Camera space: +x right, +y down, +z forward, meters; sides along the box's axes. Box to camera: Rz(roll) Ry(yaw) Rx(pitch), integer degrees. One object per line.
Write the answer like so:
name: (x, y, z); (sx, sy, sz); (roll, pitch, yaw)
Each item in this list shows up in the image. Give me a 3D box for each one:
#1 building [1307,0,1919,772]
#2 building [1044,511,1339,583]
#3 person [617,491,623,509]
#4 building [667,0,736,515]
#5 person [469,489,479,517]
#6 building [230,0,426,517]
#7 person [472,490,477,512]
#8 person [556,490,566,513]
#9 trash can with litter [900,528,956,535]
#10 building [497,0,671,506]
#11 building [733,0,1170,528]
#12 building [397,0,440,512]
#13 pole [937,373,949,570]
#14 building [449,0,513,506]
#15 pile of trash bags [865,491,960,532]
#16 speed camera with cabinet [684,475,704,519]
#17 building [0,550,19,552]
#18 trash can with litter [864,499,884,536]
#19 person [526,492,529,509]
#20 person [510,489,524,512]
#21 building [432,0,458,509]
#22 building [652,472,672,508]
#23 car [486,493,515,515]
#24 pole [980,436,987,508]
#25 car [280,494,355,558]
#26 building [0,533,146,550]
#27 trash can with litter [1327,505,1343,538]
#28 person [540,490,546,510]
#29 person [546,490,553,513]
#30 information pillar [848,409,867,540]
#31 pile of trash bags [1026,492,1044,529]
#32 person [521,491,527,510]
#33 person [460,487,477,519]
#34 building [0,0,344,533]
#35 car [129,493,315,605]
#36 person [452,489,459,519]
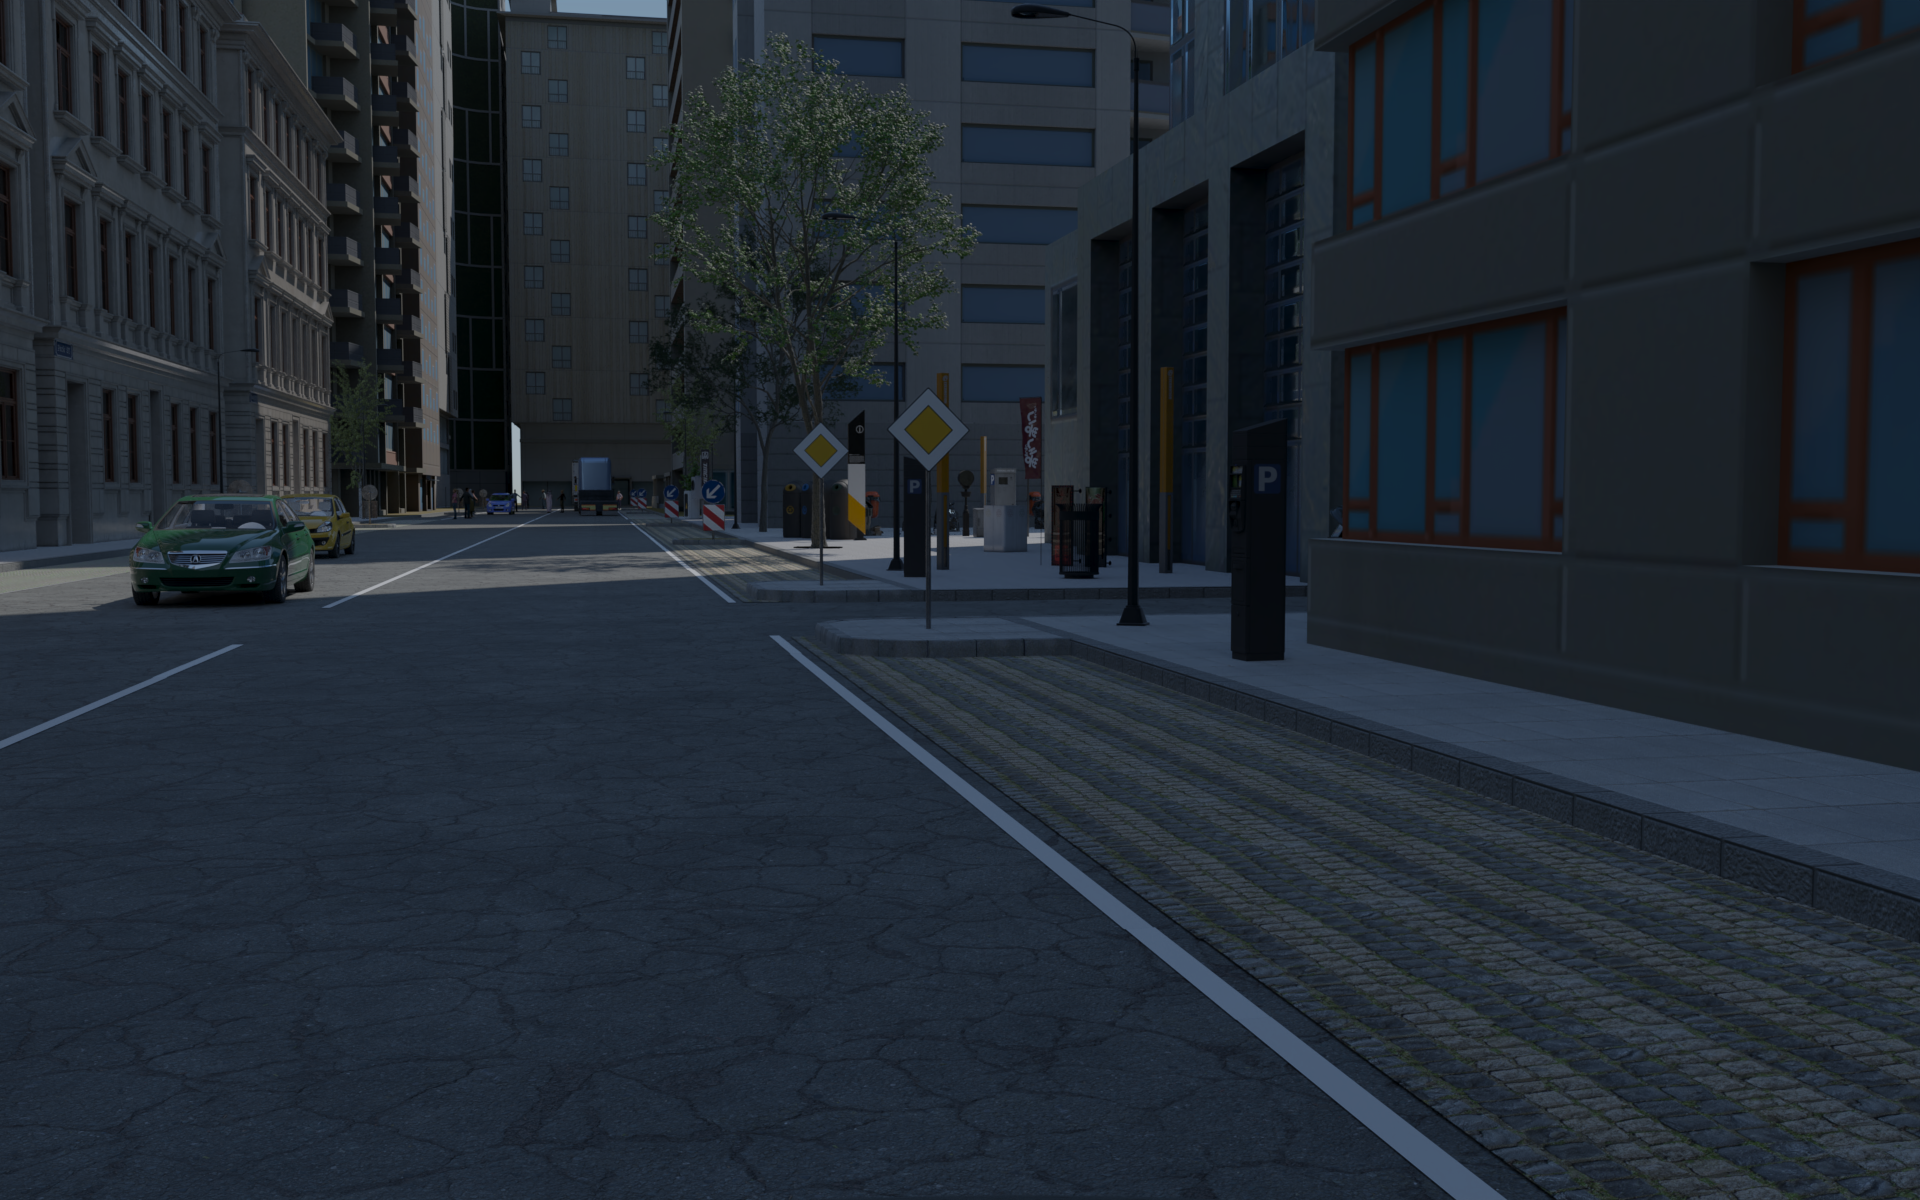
building: (19.477, -9.657, 2.939); (27.650, 21.520, 28.899); (-1, 4, -12)
building: (18.026, -44.220, 35.664); (31.000, 86.520, 22.319); (-1, 4, -12)
person: (-32.014, -9.358, 162.433); (0.756, 1.711, 0.436); (3, 5, 43)
building: (-8.447, -30.161, 116.830); (21.300, 48.544, 21.600); (-1, 4, -12)
person: (-30.052, -5.955, 106.597); (0.721, 1.736, 1.217); (1, 4, 22)
building: (-45.401, -27.633, 106.422); (22.147, 44.769, 28.867); (-1, 4, -12)
person: (-36.593, -7.418, 130.486); (0.721, 1.736, 1.217); (-3, 4, -36)
person: (-30.526, -7.557, 132.584); (0.721, 1.766, 1.217); (1, 4, 19)
trash can with litter: (-1.145, -2.689, 55.017); (1.678, 1.210, 2.233); (-1, 4, -14)
building: (-36.144, -36.904, 192.618); (27.495, 52.752, 28.713); (-1, 4, -12)
building: (0.220, -32.820, 78.600); (21.231, 58.520, 28.212); (-1, 4, -12)
building: (-46.762, -29.266, 128.614); (14.600, 45.320, 14.200); (-1, 4, -12)
pole: (-0.289, -2.166, 29.252); (0.158, 3.312, 0.155); (0, 3, 0)
building: (-58.863, -45.564, 183.222); (20.611, 71.187, 20.563); (-1, 4, -12)
pile of trash bags: (-1.663, -3.055, 59.704); (3.447, 1.369, 1.912); (0, 4, 6)
speed camera with cabinet: (-13.501, -5.733, 88.068); (0.660, 3.252, 2.038); (-2, 4, -24)
building: (-24.491, -11.818, 29.389); (11.583, 22.565, 21.152); (-1, 4, -12)
trash can with litter: (-2.854, -2.554, 53.150); (0.624, 1.170, 1.055); (2, 4, 35)
person: (-42.812, -9.867, 171.293); (0.415, 1.643, 0.593); (-1, 4, -17)
person: (-35.879, -8.026, 139.718); (1.348, 1.826, 0.705); (-2, 4, -35)
building: (-58.760, -34.401, 151.693); (27.495, 52.752, 28.713); (-1, 4, -12)
building: (-12.804, -28.870, 163.913); (32.217, 40.220, 23.993); (-1, 4, -12)
car: (-31.901, -6.773, 120.332); (1.945, 1.707, 3.694); (-1, 4, -10)
pole: (0.829, -4.119, 61.183); (0.158, 3.312, 0.155); (0, 3, 0)
car: (-14.941, -1.798, 39.624); (2.015, 1.641, 3.980); (-1, 4, -12)
building: (-28.839, -13.082, 50.050); (11.583, 22.565, 21.152); (-1, 4, -12)
trash can with litter: (4.173, -0.366, 17.371); (0.624, 1.170, 1.055); (-2, 4, -27)
person: (-38.600, -9.282, 160.347); (0.705, 1.814, 1.350); (-2, 4, -34)
person: (-30.643, -7.348, 129.311); (0.551, 1.740, 0.621); (0, 4, -2)
information pillar: (-2.846, -3.456, 47.858); (0.504, 3.616, 0.183); (-1, 4, -15)
pile of trash bags: (3.461, -3.320, 64.034); (1.912, 1.369, 3.447); (-2, 4, -29)
person: (-39.109, -8.934, 155.483); (0.541, 1.710, 0.530); (0, 4, -8)
person: (-28.666, -5.645, 100.825); (1.348, 1.821, 0.705); (2, 4, 29)
building: (-32.846, -14.385, 71.356); (11.583, 22.565, 21.152); (-1, 4, -12)
car: (-10.101, -0.744, 23.957); (2.131, 1.459, 4.920); (-1, 4, -13)
person: (-28.773, -5.451, 98.348); (0.721, 1.743, 1.217); (-1, 4, -14)
